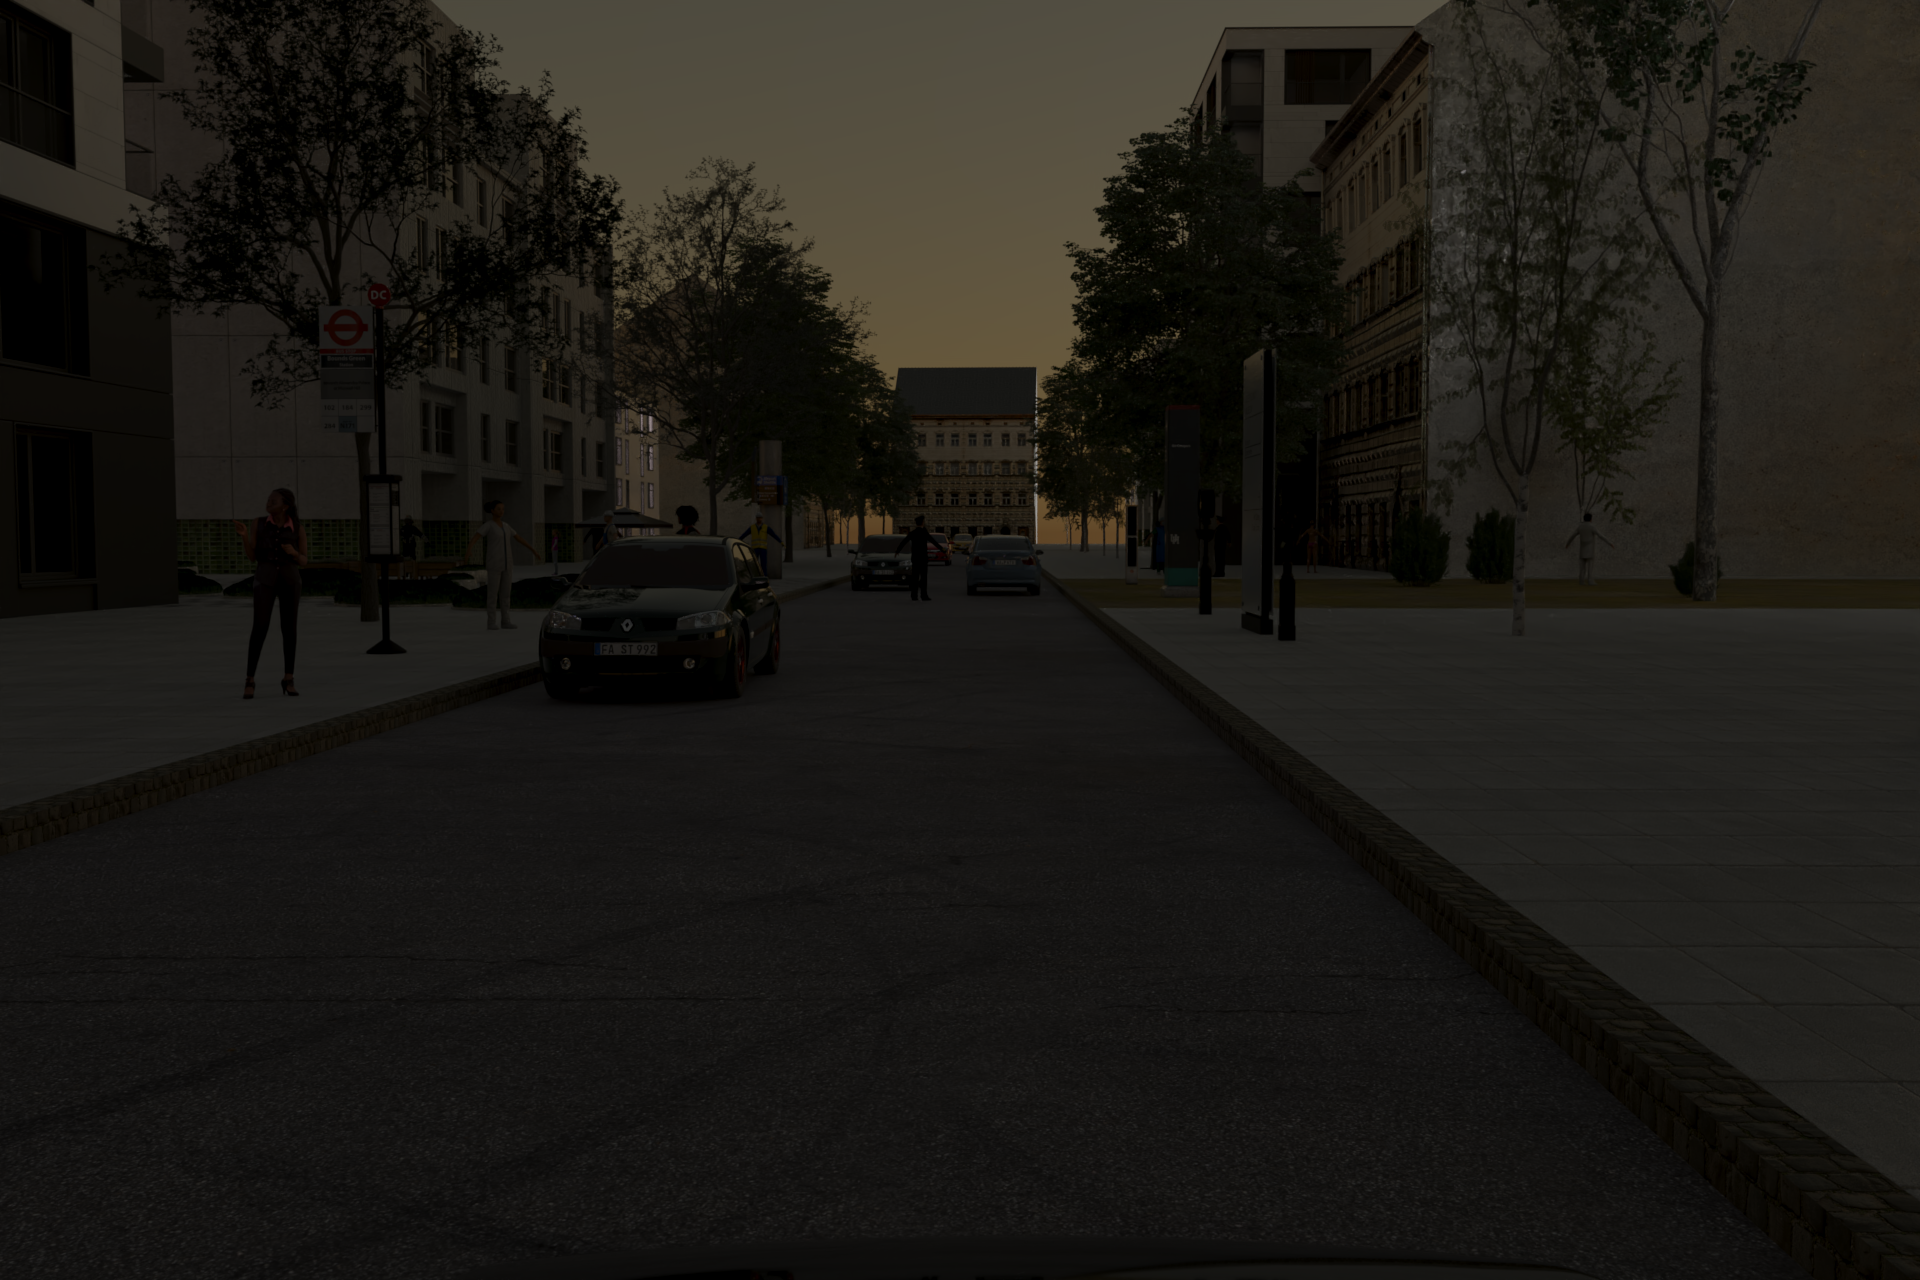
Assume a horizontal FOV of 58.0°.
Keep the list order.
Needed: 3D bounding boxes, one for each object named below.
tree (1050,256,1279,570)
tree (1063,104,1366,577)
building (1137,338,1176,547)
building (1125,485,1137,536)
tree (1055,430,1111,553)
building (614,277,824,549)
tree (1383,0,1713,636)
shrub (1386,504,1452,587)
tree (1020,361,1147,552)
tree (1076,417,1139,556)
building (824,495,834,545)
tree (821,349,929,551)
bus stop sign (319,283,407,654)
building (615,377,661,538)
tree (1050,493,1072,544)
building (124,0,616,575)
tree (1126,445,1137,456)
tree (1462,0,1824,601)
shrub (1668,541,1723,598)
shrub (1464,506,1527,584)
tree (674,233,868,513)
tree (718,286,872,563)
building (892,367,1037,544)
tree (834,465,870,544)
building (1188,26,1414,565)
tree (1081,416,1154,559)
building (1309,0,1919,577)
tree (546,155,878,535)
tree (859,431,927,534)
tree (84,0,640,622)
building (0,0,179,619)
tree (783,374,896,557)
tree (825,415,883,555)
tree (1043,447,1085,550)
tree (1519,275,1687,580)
[{"bbox_3d":[7.310,-8.394,62.989,9.928,11.665,9.643,0,3,0],"label":"tree"},{"bbox_3d":[7.541,-8.883,51.887,9.857,13.997,8.962,0,3,0],"label":"tree"},{"bbox_3d":[26.609,-18.258,164.977,16.747,18.905,31.486,0,4,1],"label":"building"},{"bbox_3d":[24.658,-15.794,200.385,9.099,9.664,28.070,0,4,1],"label":"building"},{"bbox_3d":[8.437,-10.143,116.207,4.360,8.622,3.978,0,3,0],"label":"tree"},{"bbox_3d":[-22.380,-19.861,155.661,19.493,23.208,18.063,0,4,0],"label":"building"},{"bbox_3d":[6.935,-4.351,21.497,4.360,8.622,3.978,0,3,0],"label":"tree"},{"bbox_3d":[11.170,-2.310,42.187,1.690,2.028,1.600,0,3,0],"label":"shrub"},{"bbox_3d":[9.056,-13.412,125.940,9.857,13.997,8.962,0,3,0],"label":"tree"},{"bbox_3d":[8.333,-9.220,101.115,4.360,8.622,3.978,0,3,0],"label":"tree"},{"bbox_3d":[-24.543,-22.354,196.419,19.493,23.208,18.063,0,4,2],"label":"building"},{"bbox_3d":[-6.669,-12.973,118.769,9.857,13.997,8.962,0,3,0],"label":"tree"},{"bbox_3d":[-6.397,-1.825,18.538,0.855,3.939,0.416,0,4,1],"label":"bus stop sign"},{"bbox_3d":[-22.631,-9.960,105.001,9.099,9.664,28.070,0,4,1],"label":"building"},{"bbox_3d":[14.271,-16.894,226.576,4.360,8.622,3.978,0,3,0],"label":"tree"},{"bbox_3d":[-25.682,-12.454,70.080,16.747,18.905,31.486,0,4,1],"label":"building"},{"bbox_3d":[23.858,-22.387,221.910,12.611,20.169,13.585,0,3,0],"label":"tree"},{"bbox_3d":[13.146,-10.866,33.545,12.611,20.169,13.585,0,3,0],"label":"tree"},{"bbox_3d":[14.825,-1.454,34.884,1.383,1.207,1.383,0,3,0],"label":"shrub"},{"bbox_3d":[13.797,-2.462,44.673,1.690,2.028,1.600,0,3,0],"label":"shrub"},{"bbox_3d":[-7.342,-9.062,66.286,7.486,12.596,7.792,0,3,0],"label":"tree"},{"bbox_3d":[-7.613,-9.796,78.289,7.486,12.596,7.792,0,3,0],"label":"tree"},{"bbox_3d":[0.968,-24.053,226.652,18.063,23.208,19.493,0,4,3],"label":"building"},{"bbox_3d":[-15.620,-19.231,224.797,12.009,13.543,11.850,0,3,0],"label":"tree"},{"bbox_3d":[25.038,-14.813,86.163,27.936,21.610,32.646,0,4,1],"label":"building"},{"bbox_3d":[7.996,-8.563,90.374,4.360,8.622,3.978,0,3,0],"label":"tree"},{"bbox_3d":[23.511,-14.042,60.513,19.493,23.208,18.063,0,4,2],"label":"building"},{"bbox_3d":[-7.845,-8.878,55.526,12.009,13.543,11.850,0,3,0],"label":"tree"},{"bbox_3d":[-5.786,-12.374,136.730,7.601,10.594,8.767,-3,5,-42],"label":"tree"},{"bbox_3d":[-8.607,-5.569,25.463,8.767,10.594,7.601,0,4,5],"label":"tree"},{"bbox_3d":[-28.604,-10.479,15.299,27.936,21.610,32.646,0,4,1],"label":"building"},{"bbox_3d":[-7.410,-9.870,95.782,8.767,10.594,7.601,-2,4,-35],"label":"tree"},{"bbox_3d":[-6.931,-9.460,105.029,4.360,8.622,3.978,0,3,0],"label":"tree"},{"bbox_3d":[8.559,-11.355,136.016,4.737,8.622,4.395,0,3,0],"label":"tree"},{"bbox_3d":[17.667,-5.999,48.443,4.737,8.622,4.395,0,3,0],"label":"tree"}]
